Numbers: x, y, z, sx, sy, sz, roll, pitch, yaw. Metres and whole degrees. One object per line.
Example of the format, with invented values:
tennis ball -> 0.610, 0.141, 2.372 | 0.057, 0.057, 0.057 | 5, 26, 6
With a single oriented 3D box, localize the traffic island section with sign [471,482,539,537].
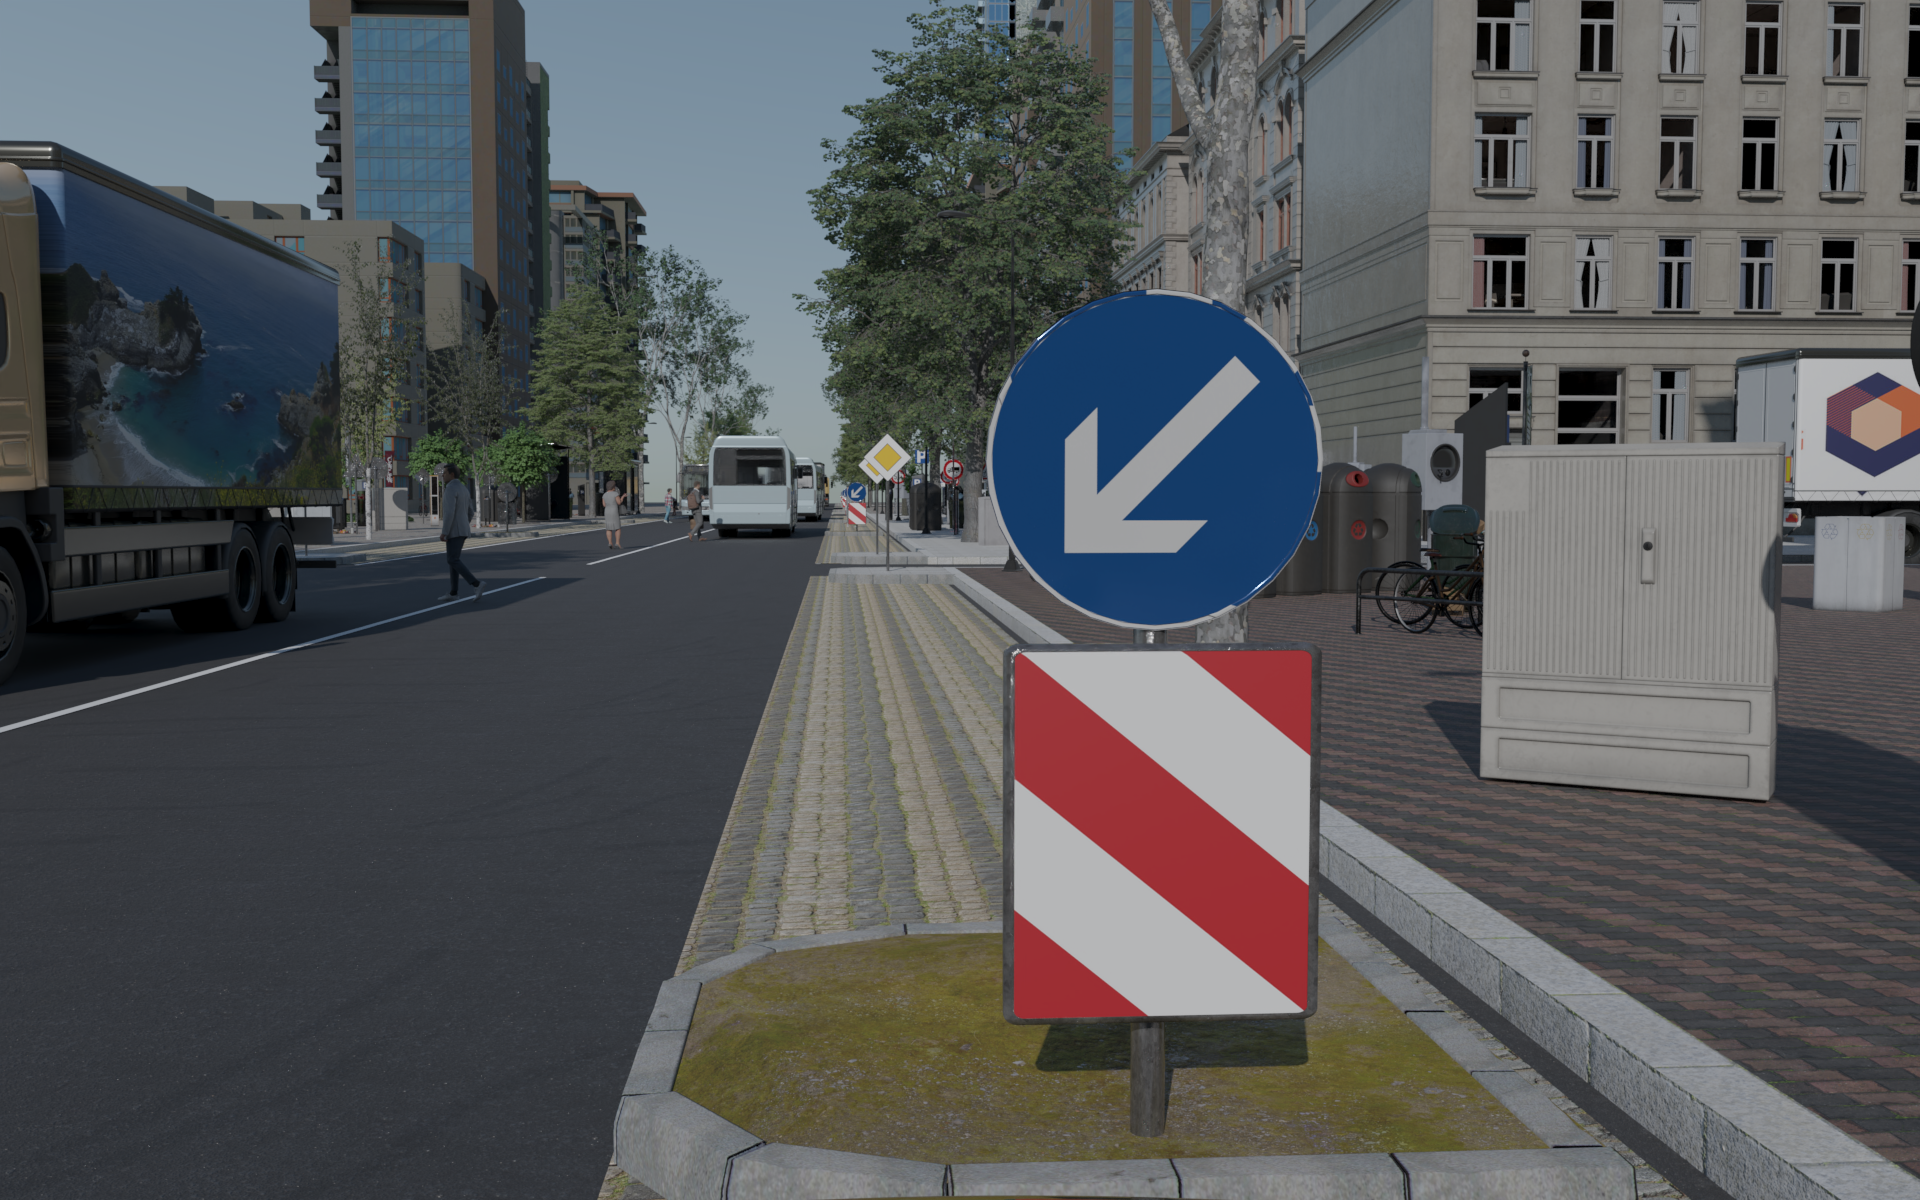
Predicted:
traffic island section with sign -> -15.149, -3.008, 57.802 | 1.989, 1.847, 2.006 | 0, 4, -4

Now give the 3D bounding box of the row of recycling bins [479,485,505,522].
row of recycling bins -> -22.143, -4.552, 81.535 | 1.069, 1.692, 3.534 | -1, 4, -23

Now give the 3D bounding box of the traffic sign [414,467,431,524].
traffic sign -> -23.146, -4.494, 74.660 | 0.795, 2.450, 0.064 | 0, 4, 3

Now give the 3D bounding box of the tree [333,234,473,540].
tree -> -16.883, -6.011, 48.644 | 4.360, 8.622, 3.978 | 0, 3, 0

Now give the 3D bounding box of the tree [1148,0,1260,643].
tree -> 3.289, -9.675, 14.082 | 12.611, 20.169, 13.585 | 0, 3, 0

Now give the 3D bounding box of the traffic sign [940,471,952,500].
traffic sign -> -0.606, -5.308, 86.896 | 0.768, 2.556, 0.104 | 0, 4, -3

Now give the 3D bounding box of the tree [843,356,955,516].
tree -> -3.432, -10.765, 101.756 | 9.928, 11.665, 9.643 | 0, 3, 0

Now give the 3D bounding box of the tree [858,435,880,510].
tree -> -6.544, -11.696, 141.592 | 4.737, 8.622, 4.395 | 0, 3, 0

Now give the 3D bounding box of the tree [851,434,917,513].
tree -> -4.491, -10.040, 114.517 | 4.360, 8.622, 3.978 | 0, 3, 0

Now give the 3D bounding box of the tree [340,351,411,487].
tree -> -30.031, -8.423, 88.080 | 4.737, 8.622, 4.395 | 0, 3, 0

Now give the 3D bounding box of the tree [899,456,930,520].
tree -> -2.360, -5.667, 87.255 | 1.663, 3.219, 1.824 | 0, 3, 0

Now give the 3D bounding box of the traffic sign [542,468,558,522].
traffic sign -> -18.593, -4.789, 78.413 | 0.768, 2.556, 0.104 | 0, 4, 0

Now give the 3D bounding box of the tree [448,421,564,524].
tree -> -19.026, -5.624, 75.662 | 4.285, 4.588, 4.351 | 0, 3, 0

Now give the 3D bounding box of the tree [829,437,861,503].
tree -> -14.782, -20.597, 253.769 | 9.611, 12.733, 9.660 | 0, 3, 0

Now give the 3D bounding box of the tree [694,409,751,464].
tree -> -29.044, -17.472, 211.428 | 9.928, 11.665, 9.643 | 0, 3, 0

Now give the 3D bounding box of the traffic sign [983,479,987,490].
traffic sign -> 1.259, -4.938, 80.846 | 0.768, 2.556, 0.104 | 0, 3, 0

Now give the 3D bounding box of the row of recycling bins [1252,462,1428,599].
row of recycling bins -> 4.580, -0.934, 22.385 | 3.534, 1.692, 1.069 | -2, 4, -35

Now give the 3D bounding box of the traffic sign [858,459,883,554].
traffic sign -> -1.759, -2.023, 36.723 | 0.795, 2.450, 0.064 | 0, 4, -4

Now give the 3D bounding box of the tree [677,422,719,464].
tree -> -25.677, -13.530, 171.575 | 4.737, 8.622, 4.395 | 0, 3, 0

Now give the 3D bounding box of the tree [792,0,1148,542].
tree -> 0.461, -8.513, 45.837 | 9.857, 13.997, 8.962 | 0, 3, 0

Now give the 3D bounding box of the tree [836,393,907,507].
tree -> -8.529, -15.446, 170.664 | 7.486, 12.596, 7.792 | 0, 3, 0

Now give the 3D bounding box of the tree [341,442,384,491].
tree -> -35.612, -7.258, 102.375 | 4.285, 4.588, 4.351 | 0, 3, 0

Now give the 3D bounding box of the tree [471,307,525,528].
tree -> -18.078, -6.973, 64.365 | 4.360, 8.622, 3.978 | 0, 3, 0

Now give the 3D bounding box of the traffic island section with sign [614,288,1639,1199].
traffic island section with sign -> 0.225, 0.274, 4.145 | 1.989, 1.847, 2.006 | 0, 4, -4

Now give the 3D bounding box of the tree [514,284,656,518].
tree -> -20.363, -10.772, 94.256 | 7.486, 12.596, 7.792 | 0, 3, 0

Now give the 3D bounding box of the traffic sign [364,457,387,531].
traffic sign -> -20.048, -3.628, 59.426 | 0.768, 2.556, 0.104 | 0, 4, -2

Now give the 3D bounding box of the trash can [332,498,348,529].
trash can -> -22.679, -3.149, 63.143 | 0.748, 1.137, 0.748 | 0, 3, 0

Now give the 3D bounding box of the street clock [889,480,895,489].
street clock -> -3.635, -5.250, 90.412 | 0.358, 2.002, 0.471 | 3, 5, 41

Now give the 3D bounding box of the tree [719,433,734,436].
tree -> -27.767, -15.593, 205.302 | 4.360, 8.622, 3.978 | 0, 3, 0

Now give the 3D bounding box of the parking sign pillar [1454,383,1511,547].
parking sign pillar -> 12.809, -3.304, 42.490 | 1.447, 3.967, 1.447 | 3, 5, 40

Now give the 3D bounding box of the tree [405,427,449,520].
tree -> -25.428, -6.187, 84.875 | 4.285, 4.588, 4.351 | 0, 3, 0

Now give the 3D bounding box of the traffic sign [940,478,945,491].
traffic sign -> -1.069, -5.862, 97.967 | 0.606, 2.300, 0.079 | 0, 4, -1

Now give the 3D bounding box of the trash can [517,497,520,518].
trash can -> -23.478, -4.984, 93.138 | 0.748, 1.137, 0.748 | 0, 3, 0

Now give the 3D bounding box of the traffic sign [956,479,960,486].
traffic sign -> -0.399, -6.836, 111.866 | 0.768, 2.556, 0.104 | 0, 4, -3

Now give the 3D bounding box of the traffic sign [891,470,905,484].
traffic sign -> -3.178, -5.450, 89.206 | 0.768, 2.556, 0.104 | 0, 4, 3

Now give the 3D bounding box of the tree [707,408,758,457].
tree -> -29.585, -18.988, 228.574 | 7.486, 12.596, 7.792 | 0, 3, 0

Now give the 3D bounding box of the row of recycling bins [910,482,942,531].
row of recycling bins -> -1.288, -3.364, 62.109 | 1.069, 1.692, 3.534 | 0, 4, -6

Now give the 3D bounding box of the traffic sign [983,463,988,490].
traffic sign -> 1.029, -3.869, 63.268 | 0.884, 2.594, 0.081 | 0, 4, -2

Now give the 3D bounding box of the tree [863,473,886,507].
tree -> -8.310, -11.852, 177.486 | 4.285, 4.588, 4.351 | 0, 3, 0

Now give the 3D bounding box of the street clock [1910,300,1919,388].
street clock -> 3.273, -0.060, 5.546 | 0.471, 2.002, 0.358 | -2, 4, -26

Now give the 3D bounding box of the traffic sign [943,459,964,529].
traffic sign -> -0.233, -3.866, 63.314 | 0.768, 2.556, 0.104 | 0, 4, 3
